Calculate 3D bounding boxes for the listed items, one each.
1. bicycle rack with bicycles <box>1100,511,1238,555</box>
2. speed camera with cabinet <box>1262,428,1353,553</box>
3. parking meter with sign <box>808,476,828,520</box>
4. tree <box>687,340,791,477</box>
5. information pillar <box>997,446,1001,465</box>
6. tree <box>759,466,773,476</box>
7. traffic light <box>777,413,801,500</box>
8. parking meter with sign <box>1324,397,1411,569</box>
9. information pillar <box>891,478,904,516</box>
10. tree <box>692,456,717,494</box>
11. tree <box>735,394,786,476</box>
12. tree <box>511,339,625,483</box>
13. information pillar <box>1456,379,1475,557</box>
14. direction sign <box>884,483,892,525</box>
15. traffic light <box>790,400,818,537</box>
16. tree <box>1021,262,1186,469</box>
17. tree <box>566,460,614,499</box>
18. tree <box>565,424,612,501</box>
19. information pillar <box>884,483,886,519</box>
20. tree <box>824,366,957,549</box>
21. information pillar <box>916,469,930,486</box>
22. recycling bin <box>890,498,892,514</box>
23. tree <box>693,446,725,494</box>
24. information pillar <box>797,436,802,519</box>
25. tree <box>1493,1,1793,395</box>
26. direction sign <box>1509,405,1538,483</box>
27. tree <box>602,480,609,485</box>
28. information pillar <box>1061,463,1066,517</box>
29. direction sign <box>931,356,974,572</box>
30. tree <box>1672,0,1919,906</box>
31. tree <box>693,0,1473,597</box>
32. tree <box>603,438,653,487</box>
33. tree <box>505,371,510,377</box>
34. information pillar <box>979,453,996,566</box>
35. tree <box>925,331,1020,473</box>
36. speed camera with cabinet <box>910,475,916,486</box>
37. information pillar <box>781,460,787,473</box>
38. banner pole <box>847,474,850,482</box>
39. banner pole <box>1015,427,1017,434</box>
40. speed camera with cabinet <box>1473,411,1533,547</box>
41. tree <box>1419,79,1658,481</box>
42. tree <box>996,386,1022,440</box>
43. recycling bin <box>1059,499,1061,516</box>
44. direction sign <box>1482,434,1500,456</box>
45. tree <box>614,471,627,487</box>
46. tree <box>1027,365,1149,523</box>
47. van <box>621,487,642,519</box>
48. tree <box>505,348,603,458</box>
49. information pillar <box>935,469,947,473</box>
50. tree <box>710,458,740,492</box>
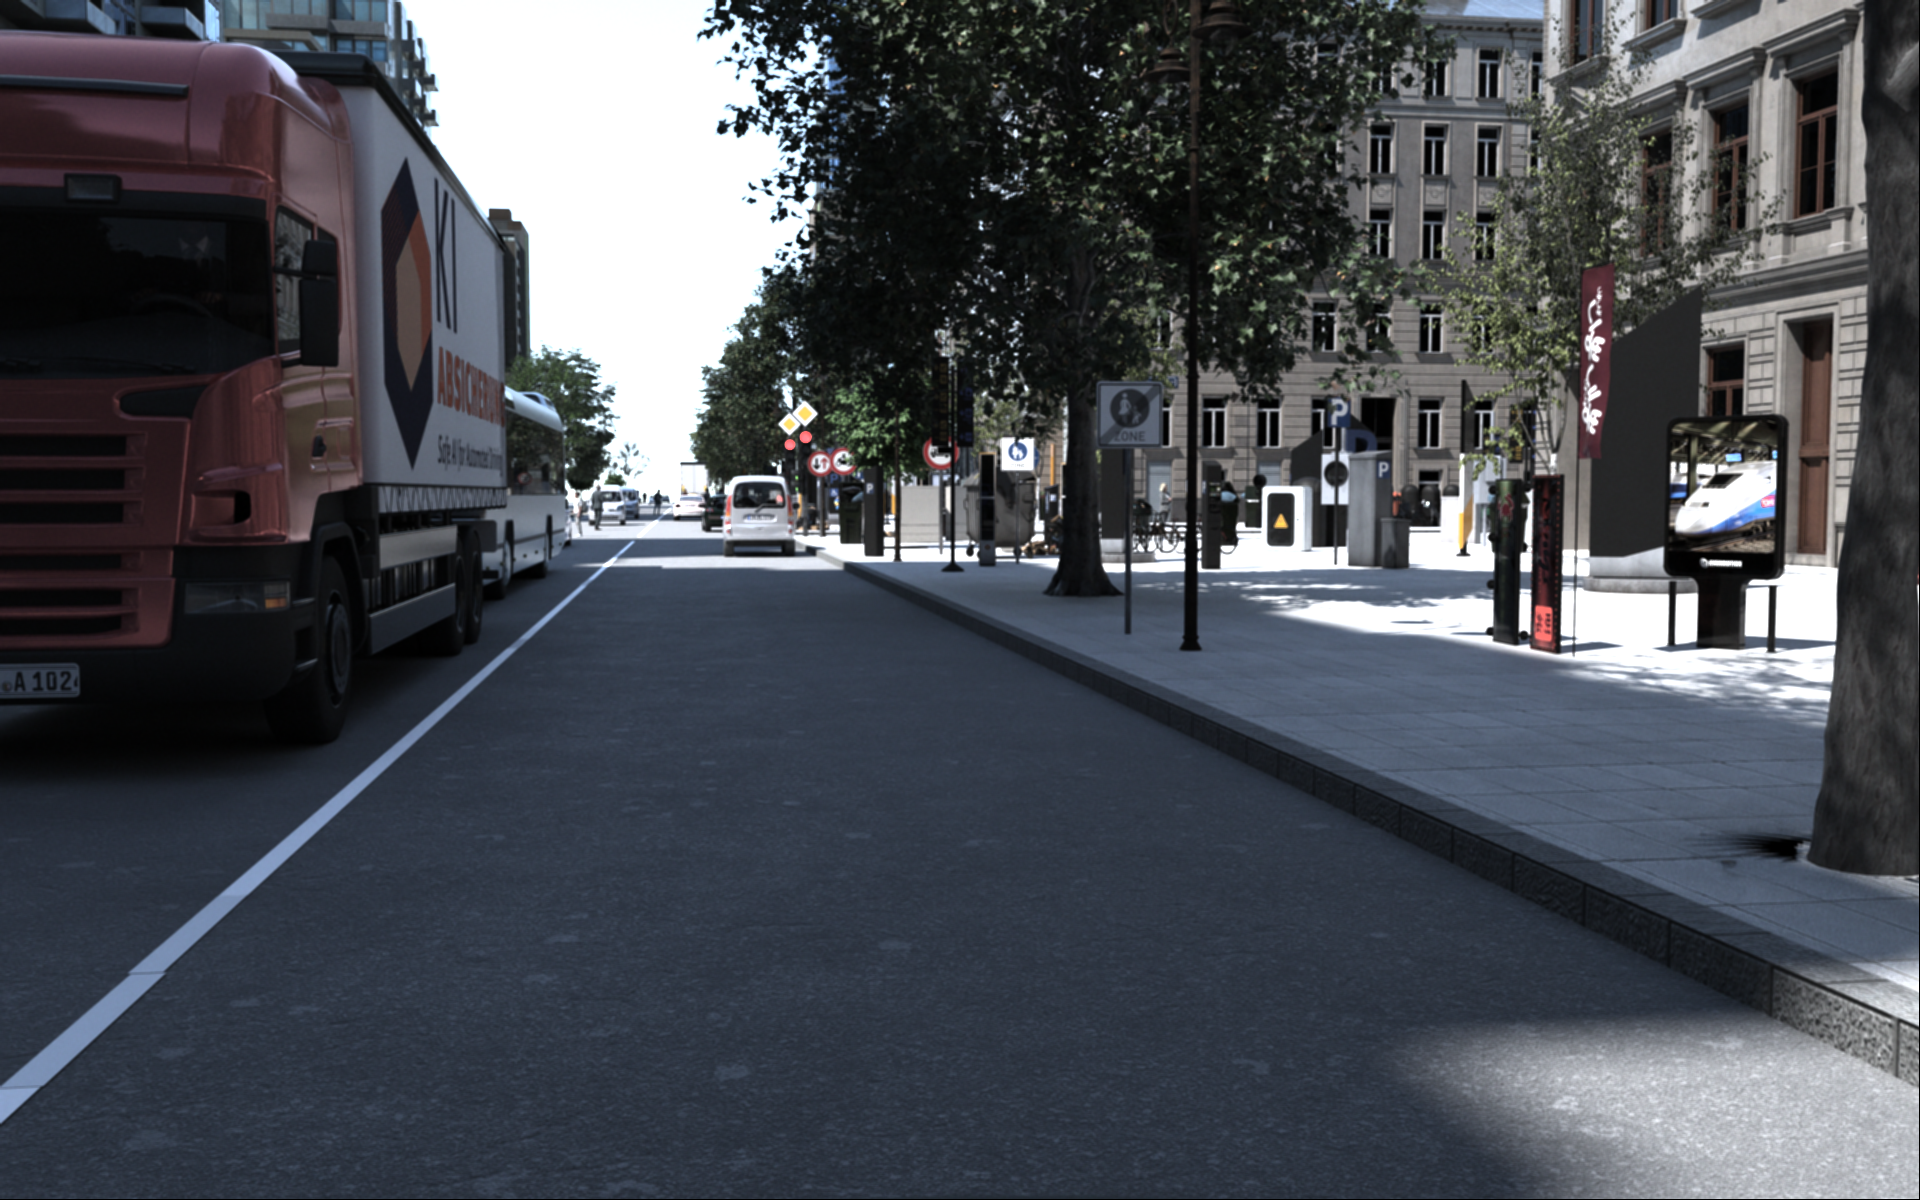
[{"bbox_3d":[4.172,-1.456,37.188,2.852,0.926,2.925,-2,4,-30],"label":"bicycle rack with bicycles"},{"bbox_3d":[7.710,-2.679,38.140,2.038,3.252,0.660,2,4,32],"label":"speed camera with cabinet"},{"bbox_3d":[-5.806,-4.798,74.715,1.738,3.016,0.543,-2,4,-27],"label":"parking meter with sign"},{"bbox_3d":[-16.202,-12.800,127.408,7.486,12.596,7.792,0,3,0],"label":"tree"},{"bbox_3d":[1.965,-5.650,83.732,0.183,3.616,0.504,-3,5,-39],"label":"information pillar"},{"bbox_3d":[-12.234,-7.100,110.681,1.663,3.219,1.824,0,3,0],"label":"tree"},{"bbox_3d":[-5.912,-4.343,59.923,0.839,4.253,0.868,-1,4,-9],"label":"traffic light"},{"bbox_3d":[7.193,-2.091,30.443,0.543,3.016,1.738,-2,4,-30],"label":"parking meter with sign"},{"bbox_3d":[-2.316,-4.499,64.908,0.504,3.616,0.183,-1,4,-11],"label":"information pillar"},{"bbox_3d":[-39.484,-21.730,281.047,9.928,11.665,9.643,0,3,0],"label":"tree"},{"bbox_3d":[-12.372,-9.478,105.320,4.360,8.622,3.978,0,3,0],"label":"tree"},{"bbox_3d":[-32.950,-14.494,143.626,9.857,13.997,8.962,0,3,0],"label":"tree"},{"bbox_3d":[10.406,-2.705,35.576,0.183,3.616,0.504,3,5,41],"label":"information pillar"},{"bbox_3d":[-3.036,-4.911,72.285,0.876,3.537,0.379,2,4,28],"label":"direction sign"},{"bbox_3d":[-4.668,-3.860,52.035,0.839,4.253,0.868,-1,4,-9],"label":"traffic light"},{"bbox_3d":[4.417,-5.903,46.880,4.737,8.622,4.395,0,3,0],"label":"tree"},{"bbox_3d":[-36.608,-11.215,167.075,4.285,4.588,4.351,0,3,0],"label":"tree"},{"bbox_3d":[-38.713,-13.910,177.782,4.737,8.622,4.395,0,3,0],"label":"tree"},{"bbox_3d":[-2.422,-3.612,50.411,0.504,3.616,0.183,2,4,30],"label":"information pillar"},{"bbox_3d":[-1.544,-3.499,40.916,4.285,4.588,4.351,0,3,0],"label":"tree"},{"bbox_3d":[-1.085,-2.839,50.906,0.304,2.012,0.304,-2,4,-32],"label":"information pillar"},{"bbox_3d":[-4.188,-6.155,113.190,0.722,1.027,0.722,0,4,2],"label":"recycling bin"},{"bbox_3d":[-27.434,-16.380,202.219,8.767,10.594,7.601,0,4,6],"label":"tree"},{"bbox_3d":[-6.406,-4.755,69.103,0.183,3.616,0.504,-1,4,-13],"label":"information pillar"},{"bbox_3d":[9.897,-4.642,26.262,4.360,8.622,3.978,0,3,0],"label":"tree"},{"bbox_3d":[14.342,-3.173,43.873,0.876,3.537,0.379,0,4,2],"label":"direction sign"},{"bbox_3d":[-47.043,-14.363,229.429,1.663,3.219,1.824,0,3,0],"label":"tree"},{"bbox_3d":[2.611,-2.244,41.188,0.304,2.012,0.304,-3,5,-42],"label":"information pillar"},{"bbox_3d":[-0.119,-2.243,28.670,0.876,3.537,0.379,-3,5,-39],"label":"direction sign"},{"bbox_3d":[3.204,-5.815,5.444,12.009,13.543,11.850,0,3,0],"label":"tree"},{"bbox_3d":[1.490,-6.412,21.851,9.611,12.733,9.660,0,3,0],"label":"tree"},{"bbox_3d":[-54.562,-21.289,282.485,8.767,10.594,7.601,-2,4,-24],"label":"tree"},{"bbox_3d":[-24.931,-8.439,88.340,4.737,8.622,4.395,0,3,0],"label":"tree"},{"bbox_3d":[0.489,-1.615,30.900,0.304,2.012,0.304,0,4,0],"label":"information pillar"},{"bbox_3d":[0.863,-7.439,71.997,4.737,8.622,4.395,0,3,0],"label":"tree"},{"bbox_3d":[-1.229,-4.164,62.418,0.660,3.252,2.038,-1,4,-20],"label":"speed camera with cabinet"},{"bbox_3d":[-11.401,-7.406,112.448,0.504,3.616,0.183,1,4,12],"label":"information pillar"},{"bbox_3d":[-6.544,-6.838,101.819,0.401,3.779,0.863,1,4,9],"label":"banner pole"},{"bbox_3d":[2.101,-4.577,64.853,0.401,3.779,0.863,0,4,-7],"label":"banner pole"},{"bbox_3d":[13.441,-2.901,41.774,2.038,3.252,0.660,0,4,-1],"label":"speed camera with cabinet"},{"bbox_3d":[10.629,-4.952,31.329,4.737,8.622,4.395,0,3,0],"label":"tree"},{"bbox_3d":[3.398,-7.773,77.451,4.360,8.622,3.978,0,3,0],"label":"tree"},{"bbox_3d":[5.060,-4.182,80.925,0.722,1.027,0.722,-1,4,-15],"label":"recycling bin"},{"bbox_3d":[19.924,-4.467,65.028,0.876,3.537,0.379,-2,4,-29],"label":"direction sign"},{"bbox_3d":[-48.675,-15.927,244.125,4.285,4.588,4.351,0,3,0],"label":"tree"},{"bbox_3d":[5.123,-6.952,64.022,4.360,8.622,3.978,0,3,0],"label":"tree"},{"bbox_3d":[-19.640,-5.774,101.414,2.013,2.044,4.112,-1,4,-10],"label":"van"},{"bbox_3d":[-29.734,-12.151,124.430,9.928,11.665,9.643,0,3,0],"label":"tree"},{"bbox_3d":[-0.711,-4.244,60.737,0.504,3.616,0.183,-2,4,-28],"label":"information pillar"},{"bbox_3d":[-36.132,-18.748,256.894,4.737,8.622,4.395,0,3,0],"label":"tree"}]
